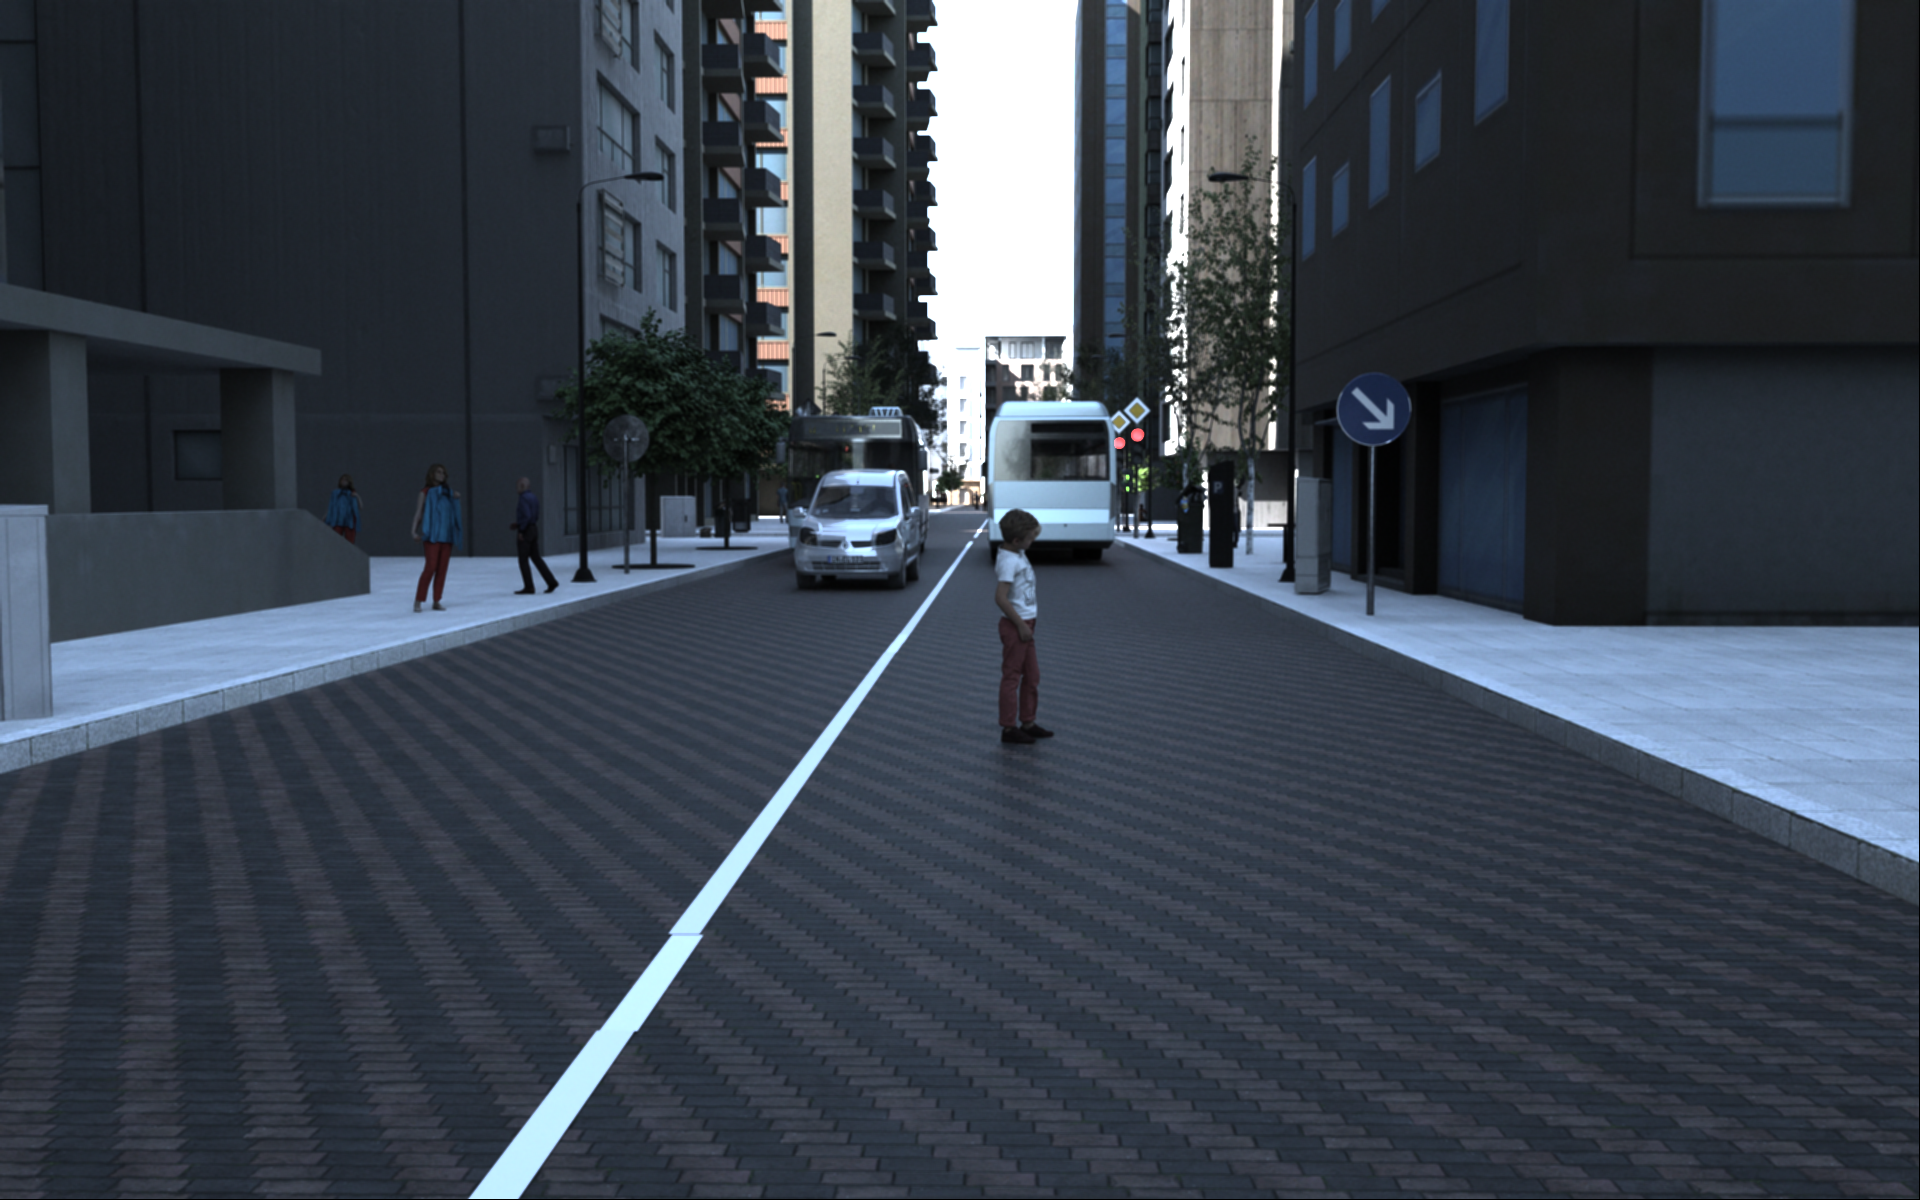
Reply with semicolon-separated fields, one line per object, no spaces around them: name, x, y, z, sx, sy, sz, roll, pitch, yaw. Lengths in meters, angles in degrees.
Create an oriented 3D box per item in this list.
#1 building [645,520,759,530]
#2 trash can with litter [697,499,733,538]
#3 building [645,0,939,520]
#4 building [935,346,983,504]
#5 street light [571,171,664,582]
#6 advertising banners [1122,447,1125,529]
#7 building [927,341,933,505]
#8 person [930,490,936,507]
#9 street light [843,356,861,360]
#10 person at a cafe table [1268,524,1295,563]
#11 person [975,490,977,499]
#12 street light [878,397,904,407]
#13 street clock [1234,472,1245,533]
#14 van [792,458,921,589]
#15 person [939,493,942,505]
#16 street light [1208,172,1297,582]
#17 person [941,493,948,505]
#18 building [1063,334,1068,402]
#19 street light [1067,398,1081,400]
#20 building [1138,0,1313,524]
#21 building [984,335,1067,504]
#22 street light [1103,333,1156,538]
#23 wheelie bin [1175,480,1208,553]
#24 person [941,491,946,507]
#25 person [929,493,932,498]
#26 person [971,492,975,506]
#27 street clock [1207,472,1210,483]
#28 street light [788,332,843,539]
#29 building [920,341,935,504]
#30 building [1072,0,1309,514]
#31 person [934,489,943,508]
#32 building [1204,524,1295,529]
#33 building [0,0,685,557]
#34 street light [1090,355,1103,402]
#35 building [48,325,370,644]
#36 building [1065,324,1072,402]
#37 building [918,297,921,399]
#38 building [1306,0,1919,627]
building;-19.511;-25.637;73.797;22.147;44.769;28.867;0;4;2
trash can with litter;-7.227;-2.420;50.957;1.055;1.170;0.624;0;4;7
building;-12.695;-27.878;110.428;22.147;44.769;28.867;0;4;2
building;-2.815;-22.684;227.301;11.380;20.091;16.016;0;4;2
street light;-4.955;-3.215;25.104;1.470;5.913;1.316;0;4;2
advertising banners;6.014;-4.124;63.613;0.090;3.025;2.074;0;4;7
building;-19.190;-20.412;200.196;31.486;18.905;16.747;0;4;2
person;-2.867;-10.425;177.275;1.217;1.735;0.721;-1;4;-21
street light;-4.037;-5.252;58.409;1.470;5.913;1.316;0;4;2
person at a cafe table;6.937;-1.302;32.149;1.698;1.238;1.726;-3;5;-39
person;1.657;-10.103;173.704;0.705;1.821;1.348;0;4;3
street light;-3.367;-6.755;82.982;1.470;5.913;1.316;0;4;2
street clock;9.253;-3.254;57.776;0.358;2.002;0.471;-3;5;-40
van;-1.576;-1.257;27.563;2.013;2.044;4.112;0;4;3
person;-2.315;-12.279;207.628;1.217;1.723;0.721;2;4;29
street light;4.289;-3.219;25.180;1.470;5.913;1.316;0;4;2
person;-1.772;-11.742;198.569;0.990;1.755;0.434;3;5;42
building;20.228;-19.888;191.632;16.747;18.905;31.486;0;4;2
street light;5.847;-6.783;83.446;1.470;5.913;1.316;0;4;2
building;16.093;-19.416;89.146;14.160;30.474;14.107;0;4;2
building;19.643;-23.783;232.819;32.646;21.610;27.936;0;4;2
street light;4.977;-4.747;50.147;1.470;5.913;1.316;0;4;2
wheelie bin;5.024;-1.818;37.633;0.693;1.594;0.980;1;4;8
person;-1.629;-10.187;174.064;0.593;1.643;0.415;-3;5;-44
person;-2.905;-8.523;145.528;1.348;1.807;0.705;-2;4;-32
person;1.521;-11.945;204.603;0.445;1.727;0.742;-1;4;-9
street clock;7.445;-2.817;50.635;0.358;2.002;0.471;-2;4;-26
street light;-4.244;-4.727;49.835;1.470;5.913;1.316;0;4;2
building;-11.216;-20.011;183.602;16.016;20.091;11.380;0;4;2
building;14.839;-28.583;117.446;14.600;45.320;14.200;0;4;2
person;-1.977;-9.277;158.449;0.721;1.743;1.217;-3;5;-41
building;15.231;-18.038;66.615;14.107;30.474;14.160;0;4;2
building;-14.270;-21.859;40.985;14.086;41.232;14.154;0;4;2
street light;5.072;-5.235;58.136;1.470;5.913;1.316;0;4;2
building;-23.887;-19.738;14.595;32.217;40.220;23.993;0;4;2
building;18.441;-19.194;170.241;16.016;20.091;11.380;0;4;2
building;-18.111;-18.741;150.396;27.936;21.610;32.646;0;4;2
building;12.499;-22.743;21.958;14.600;45.320;14.200;0;4;2
